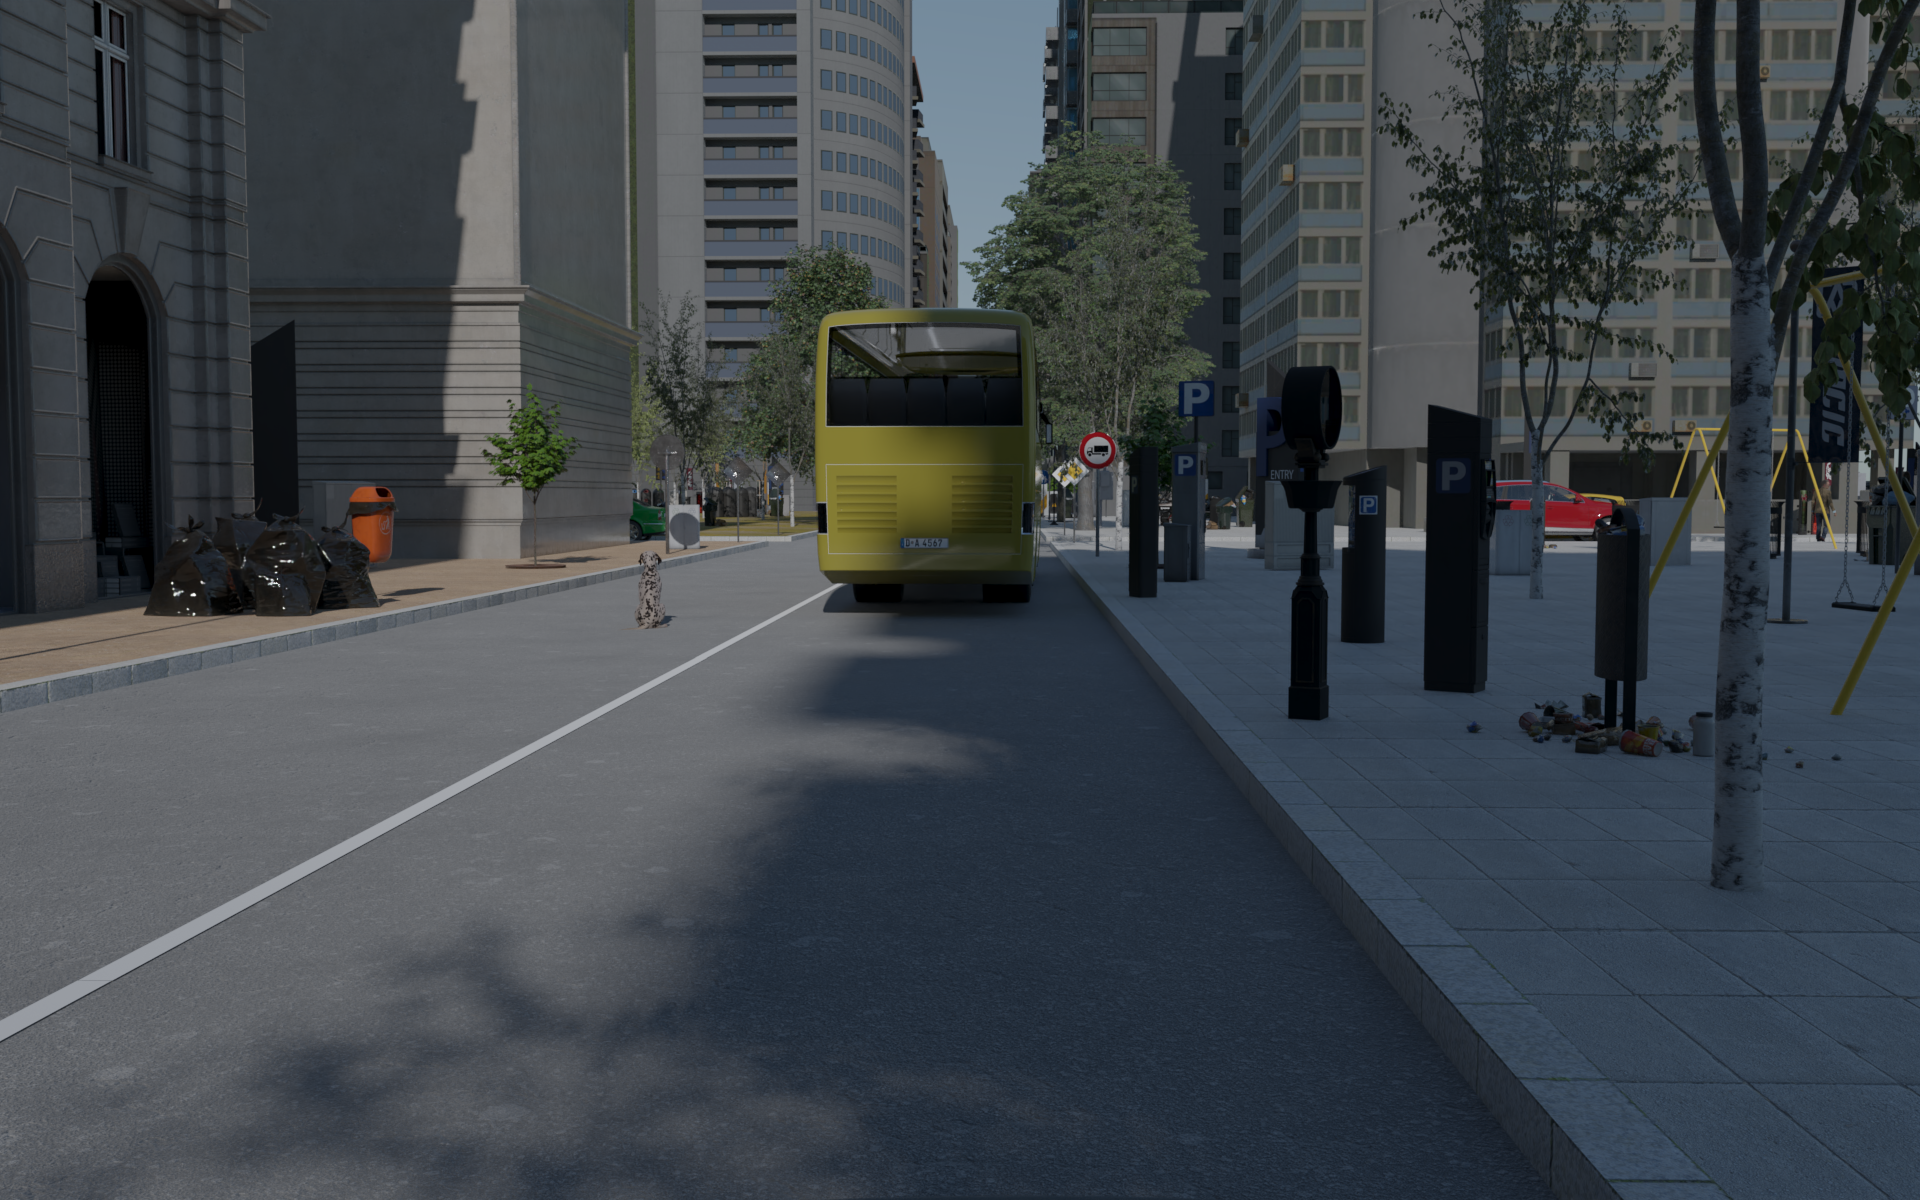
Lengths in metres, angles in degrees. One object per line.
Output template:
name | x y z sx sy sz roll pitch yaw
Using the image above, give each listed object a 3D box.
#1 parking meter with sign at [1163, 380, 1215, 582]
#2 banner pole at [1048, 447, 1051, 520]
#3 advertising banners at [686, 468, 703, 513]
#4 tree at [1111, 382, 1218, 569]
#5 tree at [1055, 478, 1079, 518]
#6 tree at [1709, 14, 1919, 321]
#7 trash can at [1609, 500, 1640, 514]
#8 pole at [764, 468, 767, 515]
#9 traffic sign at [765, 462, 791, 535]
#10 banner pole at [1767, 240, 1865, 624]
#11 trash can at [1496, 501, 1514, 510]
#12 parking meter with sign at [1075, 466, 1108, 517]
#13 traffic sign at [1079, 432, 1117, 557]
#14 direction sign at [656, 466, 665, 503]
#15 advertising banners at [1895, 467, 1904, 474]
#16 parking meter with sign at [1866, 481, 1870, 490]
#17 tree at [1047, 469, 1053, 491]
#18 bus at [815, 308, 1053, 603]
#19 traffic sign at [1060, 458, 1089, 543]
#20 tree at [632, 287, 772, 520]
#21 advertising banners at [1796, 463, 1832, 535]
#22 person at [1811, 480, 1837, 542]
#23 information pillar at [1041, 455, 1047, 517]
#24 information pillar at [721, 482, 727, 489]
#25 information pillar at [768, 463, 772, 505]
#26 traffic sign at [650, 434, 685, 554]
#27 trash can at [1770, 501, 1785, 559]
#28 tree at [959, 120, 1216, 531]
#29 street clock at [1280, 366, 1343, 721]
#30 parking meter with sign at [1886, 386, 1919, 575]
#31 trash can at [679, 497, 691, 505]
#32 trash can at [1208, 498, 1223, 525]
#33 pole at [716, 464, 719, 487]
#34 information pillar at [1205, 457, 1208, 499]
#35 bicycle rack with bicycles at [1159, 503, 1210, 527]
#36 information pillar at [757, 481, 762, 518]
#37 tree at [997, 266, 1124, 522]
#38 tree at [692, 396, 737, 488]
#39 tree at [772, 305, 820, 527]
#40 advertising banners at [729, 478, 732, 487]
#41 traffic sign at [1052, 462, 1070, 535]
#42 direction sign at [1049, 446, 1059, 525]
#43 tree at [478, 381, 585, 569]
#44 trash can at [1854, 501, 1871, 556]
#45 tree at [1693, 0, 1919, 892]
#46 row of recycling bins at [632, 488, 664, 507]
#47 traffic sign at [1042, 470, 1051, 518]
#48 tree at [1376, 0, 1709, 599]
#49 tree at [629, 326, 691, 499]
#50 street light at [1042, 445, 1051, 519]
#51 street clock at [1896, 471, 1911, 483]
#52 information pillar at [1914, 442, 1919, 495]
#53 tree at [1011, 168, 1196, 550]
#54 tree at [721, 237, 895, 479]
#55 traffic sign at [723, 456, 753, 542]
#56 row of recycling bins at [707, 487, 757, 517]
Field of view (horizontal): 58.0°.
parking meter with sign | 3.402 -1.815 25.934 0.543 3.016 1.738 1 4 17
banner pole | 4.399 -5.800 84.843 0.401 3.779 0.863 1 4 8
advertising banners | -17.335 -7.294 115.440 2.074 3.025 0.090 1 4 20
tree | 3.369 -2.174 30.152 1.663 3.219 1.824 0 3 0
tree | 6.188 -6.029 93.179 1.663 3.219 1.824 0 3 0
tree | 12.876 -4.425 22.718 4.360 8.622 3.978 0 3 0
trash can | 15.314 -1.725 39.852 0.748 1.137 0.748 0 3 0
pole | -12.211 -7.009 108.442 0.158 3.312 0.155 0 3 0
traffic sign | -5.653 -3.072 53.875 0.795 2.450 0.064 0 4 2
banner pole | 8.404 -1.650 16.997 0.863 3.779 0.401 3 5 43
trash can | 11.345 -1.534 36.733 0.748 1.137 0.748 0 3 0
parking meter with sign | 7.228 -6.061 95.360 1.738 3.016 0.543 1 4 12
traffic sign | 2.817 -2.160 35.416 0.768 2.556 0.104 1 4 10
direction sign | -17.025 -6.519 98.586 0.379 3.537 0.876 2 4 29
advertising banners | 59.917 -7.089 112.097 2.074 3.025 0.090 1 4 19
parking meter with sign | 52.867 -6.390 100.745 1.738 3.016 0.543 2 4 32
tree | 5.339 -7.082 110.398 1.663 3.219 1.824 0 3 0
bus | -0.076 -2.092 25.743 2.896 3.916 12.252 0 4 3
traffic sign | 3.010 -2.568 45.621 0.795 2.450 0.064 0 4 2
tree | -9.780 -6.831 62.056 4.360 8.622 3.978 0 3 0
advertising banners | 26.946 -3.567 54.516 2.074 3.025 0.090 -2 4 -35
person | 24.350 -2.472 48.827 0.656 1.842 0.836 2 4 26
information pillar | 4.687 -6.480 97.295 0.504 3.616 0.183 -3 5 -41
information pillar | -14.245 -6.122 104.580 0.304 2.012 0.304 -1 4 -22
information pillar | -13.457 -8.073 123.344 0.504 3.616 0.183 2 4 24
traffic sign | -6.249 -2.253 36.940 0.768 2.556 0.104 0 4 8
trash can | 15.972 -1.390 34.377 0.748 1.137 0.748 0 3 0
tree | 4.509 -9.427 60.794 9.857 13.997 8.962 0 3 0
street clock | 1.996 -0.324 9.863 0.358 2.002 0.471 2 4 27
parking meter with sign | 15.373 -1.885 27.078 0.543 3.016 1.738 -1 4 -18
trash can | -15.500 -5.260 97.658 0.748 1.137 0.748 0 3 0
trash can | 9.643 -3.248 64.754 0.748 1.137 0.748 0 3 0
pole | -16.297 -7.491 116.313 0.158 3.312 0.155 0 3 0
information pillar | 13.455 -6.377 95.612 0.504 3.616 0.183 3 4 36
bicycle rack with bicycles | 8.850 -3.285 67.095 2.925 0.926 2.852 -1 4 -10
information pillar | -10.817 -5.469 93.908 0.304 2.012 0.304 -3 4 -38
tree | 4.420 -9.346 78.558 9.928 11.665 9.643 0 3 0
tree | -17.891 -10.691 125.155 4.737 8.622 4.395 0 3 0
tree | -6.400 -7.210 68.245 4.360 8.622 3.978 0 3 0
advertising banners | -14.974 -7.311 115.729 0.090 3.025 2.074 2 4 24
traffic sign | 3.237 -3.056 53.603 0.795 2.450 0.064 0 4 2
direction sign | 3.899 -4.877 71.729 0.379 3.537 0.876 0 4 0
tree | -7.513 -2.165 30.002 1.663 3.219 1.824 0 3 0
trash can | 18.865 -1.476 35.782 0.748 1.137 0.748 0 3 0
tree | 2.756 -3.360 5.299 4.737 8.622 4.395 0 3 0
row of recycling bins | -23.151 -7.214 125.062 3.534 1.692 1.069 -1 4 -21
traffic sign | 4.419 -5.598 91.635 0.768 2.556 0.104 1 4 10
tree | 7.025 -4.305 20.754 4.360 8.622 3.978 0 3 0
tree | -14.695 -7.601 74.638 4.737 8.622 4.395 0 3 0
street light | 4.620 -7.129 89.342 0.468 5.910 1.993 0 4 2
street clock | 29.890 -3.081 54.937 0.471 2.002 0.358 -2 4 -33
information pillar | 42.744 -5.255 77.274 0.183 3.616 0.504 0 4 -4
tree | 3.527 -5.452 39.511 4.360 8.622 3.978 0 3 0
tree | -5.909 -9.818 77.528 9.611 12.733 9.660 0 3 0
traffic sign | -5.880 -2.584 45.893 0.795 2.450 0.064 0 4 2
row of recycling bins | -12.574 -5.458 96.356 1.069 1.692 3.534 3 4 39
